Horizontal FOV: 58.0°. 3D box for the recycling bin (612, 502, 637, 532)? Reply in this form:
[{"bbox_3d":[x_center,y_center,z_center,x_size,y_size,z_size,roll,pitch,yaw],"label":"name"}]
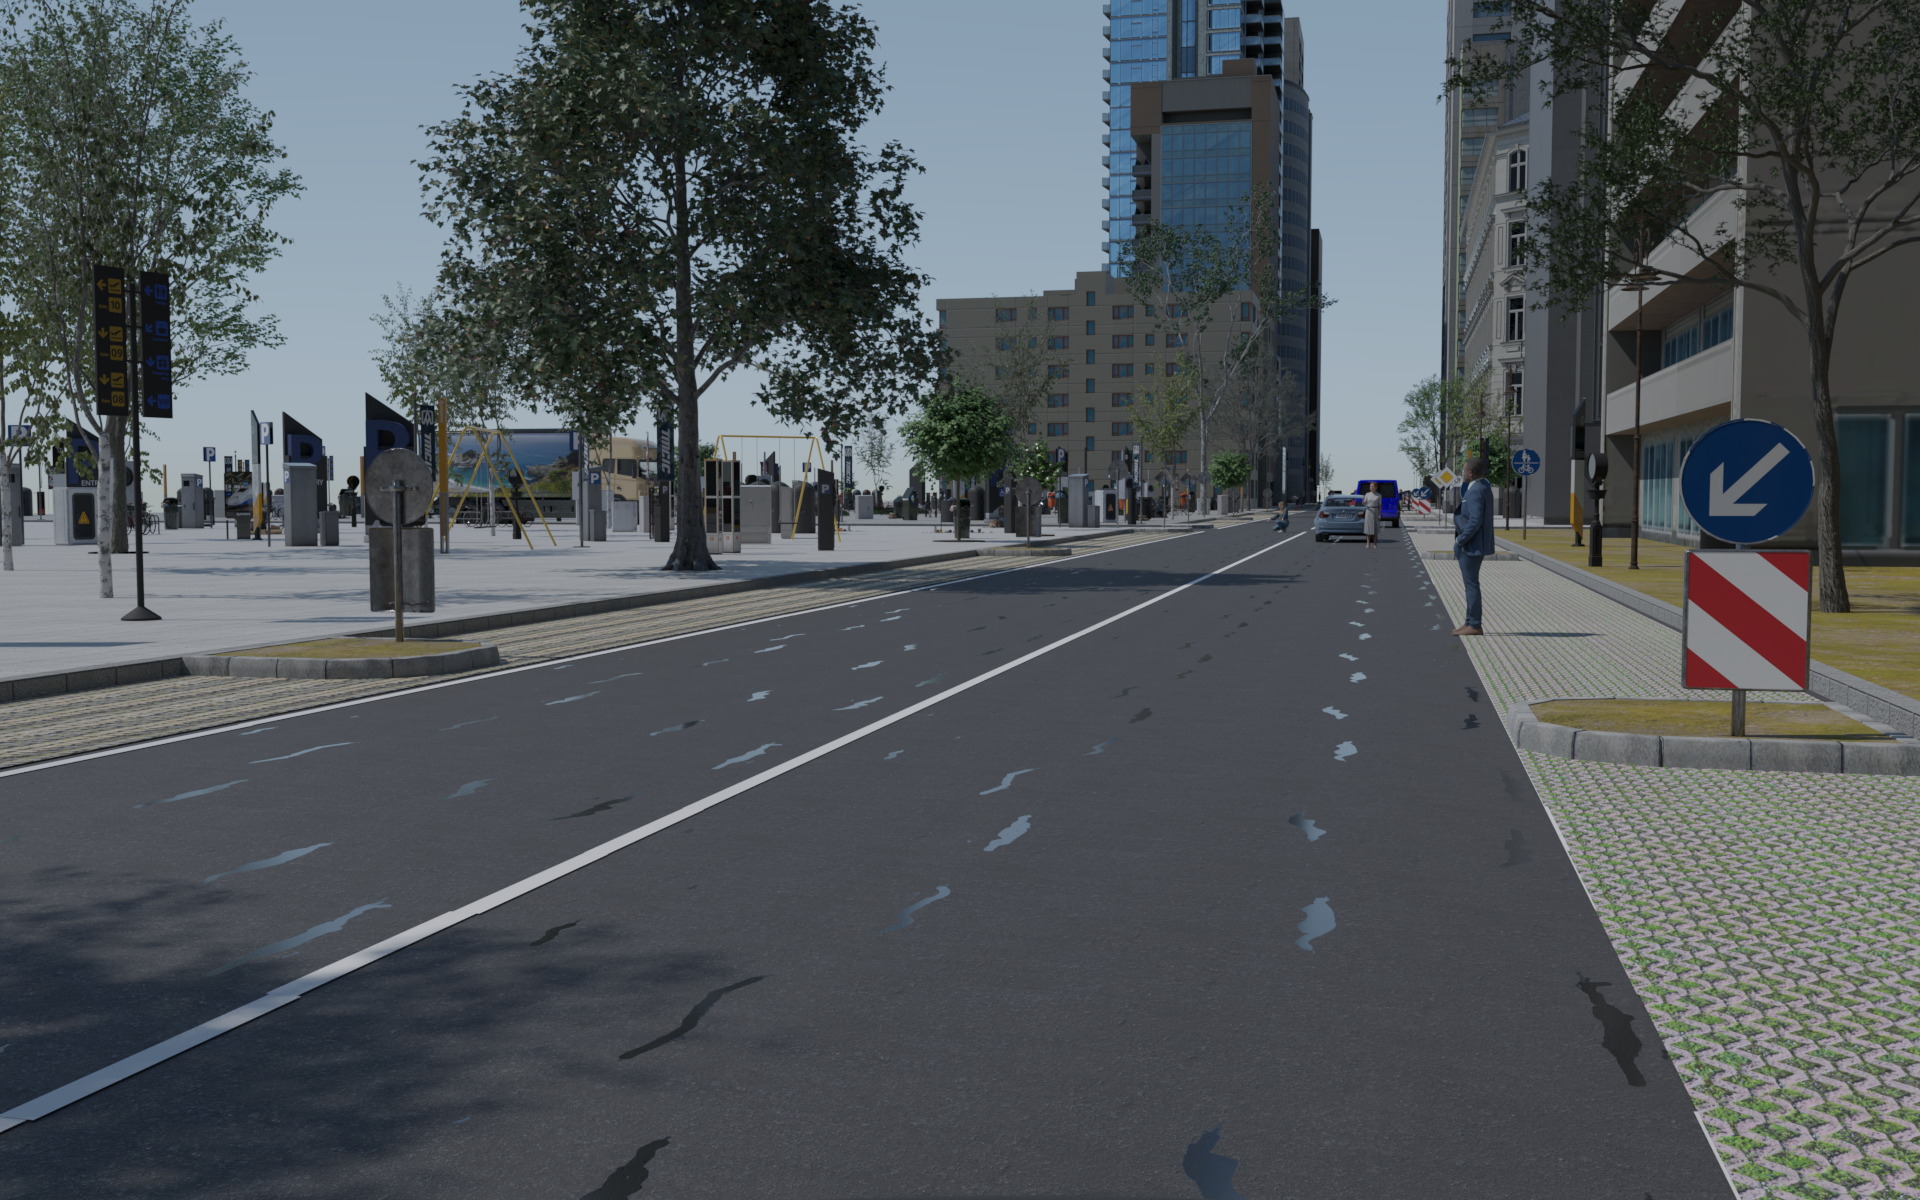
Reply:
[{"bbox_3d":[-11.356,-2.819,58.648,0.722,1.027,0.722,0,4,2],"label":"recycling bin"}]

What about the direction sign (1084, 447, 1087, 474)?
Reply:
[{"bbox_3d":[6.115,-5.641,84.235,0.379,3.537,0.876,1,4,10],"label":"direction sign"}]

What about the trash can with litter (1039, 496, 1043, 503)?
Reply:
[{"bbox_3d":[6.498,-7.482,133.717,1.055,1.170,0.624,-1,4,-17],"label":"trash can with litter"}]

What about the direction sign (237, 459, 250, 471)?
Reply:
[{"bbox_3d":[-46.876,-7.425,113.402,0.876,3.537,0.379,1,4,12],"label":"direction sign"}]

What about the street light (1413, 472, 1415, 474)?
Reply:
[{"bbox_3d":[69.993,-17.905,265.531,0.468,5.910,1.993,1,4,14],"label":"street light"}]

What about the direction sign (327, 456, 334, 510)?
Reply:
[{"bbox_3d":[-37.170,-6.729,102.016,0.876,3.537,0.379,2,4,33],"label":"direction sign"}]

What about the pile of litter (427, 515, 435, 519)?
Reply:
[{"bbox_3d":[-28.377,-4.696,90.752,1.719,0.858,1.176,1,4,23],"label":"pile of litter"}]

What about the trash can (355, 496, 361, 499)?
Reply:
[{"bbox_3d":[-39.816,-6.311,114.835,0.748,1.137,0.748,0,3,0],"label":"trash can"}]

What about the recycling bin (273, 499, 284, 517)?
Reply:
[{"bbox_3d":[-37.532,-5.085,95.692,0.722,1.027,0.722,-1,4,-15],"label":"recycling bin"}]

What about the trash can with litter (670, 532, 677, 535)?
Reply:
[{"bbox_3d":[-8.808,-2.705,55.285,1.678,1.210,2.233,0,4,1],"label":"trash can with litter"}]

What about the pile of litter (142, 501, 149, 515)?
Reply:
[{"bbox_3d":[-48.790,-5.451,103.081,1.719,0.858,1.176,3,4,36],"label":"pile of litter"}]

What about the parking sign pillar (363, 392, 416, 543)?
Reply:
[{"bbox_3d":[-15.029,-3.502,45.734,1.447,3.967,1.447,0,4,-4],"label":"parking sign pillar"}]

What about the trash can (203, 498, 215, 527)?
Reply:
[{"bbox_3d":[-29.660,-3.456,68.159,0.748,1.137,0.748,0,3,0],"label":"trash can"}]

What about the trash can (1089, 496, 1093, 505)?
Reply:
[{"bbox_3d":[8.999,-6.751,122.032,0.748,1.137,0.748,0,3,0],"label":"trash can"}]

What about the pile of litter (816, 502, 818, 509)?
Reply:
[{"bbox_3d":[-9.015,-5.750,107.984,1.719,0.858,1.176,-3,5,-43],"label":"pile of litter"}]

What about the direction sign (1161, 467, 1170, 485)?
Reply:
[{"bbox_3d":[17.482,-9.514,147.546,0.876,3.537,0.379,3,5,39],"label":"direction sign"}]

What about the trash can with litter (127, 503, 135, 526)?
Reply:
[{"bbox_3d":[-33.158,-3.492,68.482,1.055,1.170,0.624,-2,4,-28],"label":"trash can with litter"}]

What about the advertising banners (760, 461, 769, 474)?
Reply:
[{"bbox_3d":[-9.827,-5.934,93.215,2.074,3.025,0.090,-2,4,-31],"label":"advertising banners"}]

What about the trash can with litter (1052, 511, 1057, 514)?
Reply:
[{"bbox_3d":[6.630,-6.330,114.554,1.678,1.210,2.233,-2,4,-27],"label":"trash can with litter"}]

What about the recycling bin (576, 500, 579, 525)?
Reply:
[{"bbox_3d":[-15.428,-3.596,71.341,0.722,1.027,0.722,-1,4,-9],"label":"recycling bin"}]

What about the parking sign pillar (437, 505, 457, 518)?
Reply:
[{"bbox_3d":[-27.505,-6.418,93.402,1.447,3.967,1.447,1,4,13],"label":"parking sign pillar"}]

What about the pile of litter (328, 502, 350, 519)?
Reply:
[{"bbox_3d":[-32.476,-4.657,90.099,1.719,0.858,1.176,3,5,44],"label":"pile of litter"}]

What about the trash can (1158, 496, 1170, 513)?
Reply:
[{"bbox_3d":[13.124,-6.107,111.497,0.748,1.137,0.748,0,3,0],"label":"trash can"}]

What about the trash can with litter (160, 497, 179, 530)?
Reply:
[{"bbox_3d":[-28.525,-3.123,62.444,0.624,1.170,1.055,-2,4,-30],"label":"trash can with litter"}]

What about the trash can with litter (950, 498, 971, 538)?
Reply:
[{"bbox_3d":[0.007,-2.369,50.122,0.624,1.170,1.055,0,4,-2],"label":"trash can with litter"}]

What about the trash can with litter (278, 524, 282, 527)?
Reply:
[{"bbox_3d":[-26.310,-3.538,68.905,1.678,1.210,2.233,1,4,10],"label":"trash can with litter"}]

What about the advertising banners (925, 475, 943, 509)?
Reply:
[{"bbox_3d":[-2.114,-9.059,144.303,2.074,3.025,0.090,-3,5,-43],"label":"advertising banners"}]

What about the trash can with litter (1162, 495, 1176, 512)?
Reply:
[{"bbox_3d":[14.605,-7.082,126.843,2.233,1.210,1.678,1,4,18],"label":"trash can with litter"}]

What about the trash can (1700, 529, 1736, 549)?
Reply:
[{"bbox_3d":[11.110,-0.831,25.241,0.748,1.137,0.748,0,3,0],"label":"trash can"}]

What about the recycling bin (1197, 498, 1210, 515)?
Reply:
[{"bbox_3d":[15.079,-5.788,107.186,0.722,1.027,0.722,1,4,16],"label":"recycling bin"}]

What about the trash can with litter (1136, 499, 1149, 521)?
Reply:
[{"bbox_3d":[8.539,-4.344,82.407,0.624,1.170,1.055,-3,5,-42],"label":"trash can with litter"}]

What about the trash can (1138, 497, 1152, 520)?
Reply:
[{"bbox_3d":[9.014,-4.447,84.361,0.748,1.137,0.748,0,3,0],"label":"trash can"}]

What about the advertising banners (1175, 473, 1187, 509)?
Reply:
[{"bbox_3d":[18.908,-9.241,147.272,2.074,3.025,0.090,-3,5,-43],"label":"advertising banners"}]

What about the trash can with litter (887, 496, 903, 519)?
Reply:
[{"bbox_3d":[-3.279,-4.813,90.072,0.624,1.170,1.055,2,4,32],"label":"trash can with litter"}]

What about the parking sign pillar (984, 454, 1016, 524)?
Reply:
[{"bbox_3d":[1.770,-5.340,75.776,1.447,3.967,1.447,-2,4,-24],"label":"parking sign pillar"}]

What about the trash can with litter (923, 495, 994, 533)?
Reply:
[{"bbox_3d":[-0.016,-2.818,57.138,2.233,1.210,1.678,1,4,11],"label":"trash can with litter"}]

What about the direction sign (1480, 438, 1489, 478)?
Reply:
[{"bbox_3d":[21.102,-4.757,69.776,0.379,3.537,0.876,3,5,39],"label":"direction sign"}]

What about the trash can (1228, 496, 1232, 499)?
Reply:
[{"bbox_3d":[18.536,-6.605,119.650,0.748,1.137,0.748,0,3,0],"label":"trash can"}]

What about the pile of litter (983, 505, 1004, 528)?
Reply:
[{"bbox_3d":[1.633,-3.174,65.867,1.719,0.858,1.176,1,4,18],"label":"pile of litter"}]

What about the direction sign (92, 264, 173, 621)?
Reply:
[{"bbox_3d":[-8.340,-1.562,17.537,0.379,3.537,0.876,2,4,26],"label":"direction sign"}]

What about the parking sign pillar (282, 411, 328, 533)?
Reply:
[{"bbox_3d":[-21.511,-4.186,56.909,1.447,3.967,1.447,3,5,44],"label":"parking sign pillar"}]

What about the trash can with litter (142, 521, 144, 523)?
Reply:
[{"bbox_3d":[-34.409,-3.688,71.358,1.678,1.210,2.233,3,5,43],"label":"trash can with litter"}]

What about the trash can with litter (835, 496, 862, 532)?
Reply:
[{"bbox_3d":[-4.301,-2.993,59.990,1.678,1.210,2.233,-1,4,-22],"label":"trash can with litter"}]

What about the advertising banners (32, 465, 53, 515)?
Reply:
[{"bbox_3d":[-55.659,-6.642,104.791,0.090,3.025,2.074,2,4,31],"label":"advertising banners"}]

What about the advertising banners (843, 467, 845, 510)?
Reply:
[{"bbox_3d":[-7.611,-7.192,113.769,0.090,3.025,2.074,0,4,-6],"label":"advertising banners"}]

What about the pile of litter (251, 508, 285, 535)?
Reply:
[{"bbox_3d":[-22.023,-2.504,54.901,1.719,0.858,1.176,-2,4,-30],"label":"pile of litter"}]

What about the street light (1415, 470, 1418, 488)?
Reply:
[{"bbox_3d":[61.907,-15.919,233.055,0.468,5.910,1.993,1,4,14],"label":"street light"}]

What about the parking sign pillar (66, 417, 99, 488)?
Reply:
[{"bbox_3d":[-30.679,-4.430,60.907,1.447,3.967,1.447,-1,4,-20],"label":"parking sign pillar"}]

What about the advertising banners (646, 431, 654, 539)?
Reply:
[{"bbox_3d":[-8.829,-3.257,49.434,0.090,3.025,2.074,0,4,-4],"label":"advertising banners"}]
